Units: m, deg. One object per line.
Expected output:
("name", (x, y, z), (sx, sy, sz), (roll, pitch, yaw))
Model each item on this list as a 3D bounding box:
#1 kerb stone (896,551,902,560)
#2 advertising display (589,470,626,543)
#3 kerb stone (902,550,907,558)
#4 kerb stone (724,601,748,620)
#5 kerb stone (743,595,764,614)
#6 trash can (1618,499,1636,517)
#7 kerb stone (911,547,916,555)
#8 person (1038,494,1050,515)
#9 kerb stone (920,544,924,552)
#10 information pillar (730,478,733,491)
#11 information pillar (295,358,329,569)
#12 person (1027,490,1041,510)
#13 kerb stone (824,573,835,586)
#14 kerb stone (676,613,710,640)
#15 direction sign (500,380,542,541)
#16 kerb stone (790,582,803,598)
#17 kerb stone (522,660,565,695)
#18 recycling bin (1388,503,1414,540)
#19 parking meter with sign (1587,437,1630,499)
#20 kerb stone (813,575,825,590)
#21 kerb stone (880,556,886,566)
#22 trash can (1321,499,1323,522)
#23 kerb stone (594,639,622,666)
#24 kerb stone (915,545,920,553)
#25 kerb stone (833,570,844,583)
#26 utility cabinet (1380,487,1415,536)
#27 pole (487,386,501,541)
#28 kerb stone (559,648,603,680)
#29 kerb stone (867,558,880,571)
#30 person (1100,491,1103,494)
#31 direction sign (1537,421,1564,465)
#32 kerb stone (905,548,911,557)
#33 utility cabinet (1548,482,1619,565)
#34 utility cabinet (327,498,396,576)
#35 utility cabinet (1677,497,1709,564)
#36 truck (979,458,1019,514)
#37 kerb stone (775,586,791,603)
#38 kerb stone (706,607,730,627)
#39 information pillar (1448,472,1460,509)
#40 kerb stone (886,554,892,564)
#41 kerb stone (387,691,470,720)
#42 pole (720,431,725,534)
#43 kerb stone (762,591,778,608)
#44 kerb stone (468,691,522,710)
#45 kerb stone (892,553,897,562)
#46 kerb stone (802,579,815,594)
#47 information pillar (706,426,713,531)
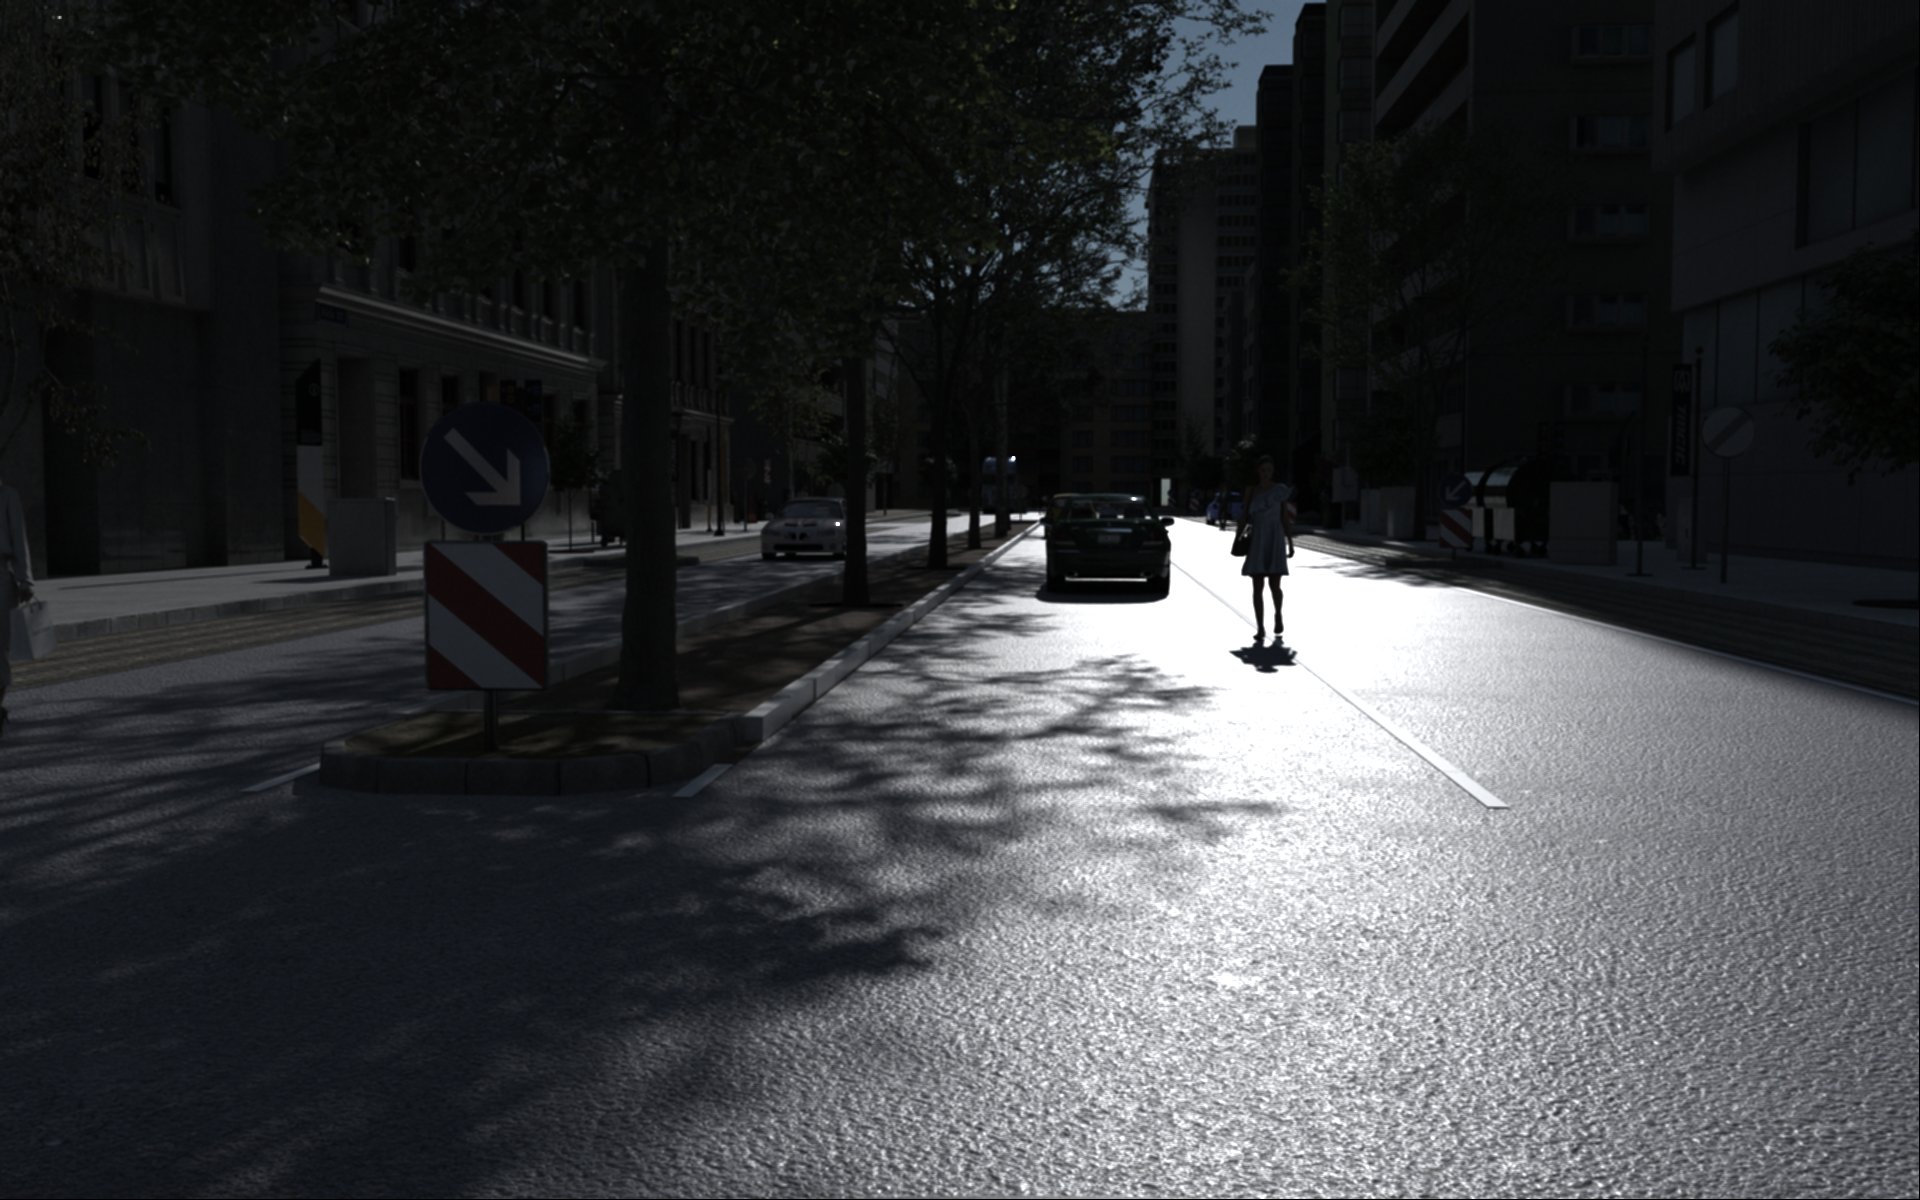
("kerb stone", (-1.411, -0.919, 37.215), (0.120, 0.150, 1.000), (0, 4, 4))
("advertising display", (-9.302, -2.482, 45.788), (0.974, 1.923, 0.123), (0, 4, 3))
("kerb stone", (-1.341, -0.978, 38.235), (0.120, 0.150, 1.000), (0, 4, 4))
("kerb stone", (-2.621, 0.143, 19.857), (0.120, 0.150, 1.000), (0, 4, 4))
("kerb stone", (-2.550, 0.081, 20.878), (0.120, 0.150, 1.000), (0, 4, 4))
("trash can", (19.384, -2.388, 50.701), (0.748, 1.137, 0.748), (0, 3, 0))
("kerb stone", (-1.198, -1.106, 40.285), (0.120, 0.150, 1.000), (0, 4, 4))
("person", (5.839, -6.637, 120.198), (0.799, 1.438, 0.628), (-2, 4, -33))
("kerb stone", (-1.056, -1.226, 42.340), (0.120, 0.150, 1.000), (0, 4, 4))
("information pillar", (-10.672, -4.625, 80.106), (0.304, 2.012, 0.304), (-1, 4, -16))
("information pillar", (-11.129, -2.344, 29.687), (0.183, 3.616, 0.504), (2, 4, 30))
("person", (6.789, -9.195, 158.926), (1.348, 1.812, 0.705), (0, 4, -1))
("kerb stone", (-2.125, -0.294, 27.000), (0.120, 0.150, 1.000), (0, 4, 4))
("kerb stone", (-2.763, 0.268, 17.817), (0.120, 0.150, 1.000), (0, 4, 4))
("direction sign", (-8.705, -2.594, 34.414), (0.876, 3.537, 0.379), (1, 4, 11))
("kerb stone", (-2.341, -0.107, 23.941), (0.120, 0.150, 1.000), (0, 4, 4))
("kerb stone", (-3.123, 0.581, 12.698), (0.120, 0.150, 1.000), (0, 4, 4))
("recycling bin", (12.590, -2.241, 49.199), (0.722, 1.027, 0.722), (0, 4, 0))
("parking meter with sign", (19.806, -3.515, 53.735), (1.738, 3.016, 0.543), (1, 4, 17))
("kerb stone", (-2.193, -0.231, 25.980), (0.120, 0.150, 1.000), (0, 4, 4))
("kerb stone", (-1.627, -0.728, 34.151), (0.120, 0.150, 1.000), (0, 4, 4))
("trash can", (16.427, -4.081, 78.370), (0.748, 1.137, 0.748), (0, 3, 0))
("kerb stone", (-2.977, 0.455, 14.753), (0.120, 0.150, 1.000), (0, 4, 4))
("kerb stone", (-1.130, -1.169, 41.305), (0.120, 0.150, 1.000), (0, 4, 4))
("kerb stone", (-2.049, -0.351, 28.023), (0.120, 0.150, 1.000), (0, 4, 4))
("utility cabinet", (13.372, -2.684, 52.560), (1.173, 1.500, 0.318), (2, 4, 32))
("pole", (-8.823, -2.383, 32.800), (0.158, 3.312, 0.155), (0, 3, 0))
("kerb stone", (-3.043, 0.522, 13.727), (0.120, 0.150, 1.000), (0, 4, 4))
("kerb stone", (-1.698, -0.665, 33.131), (0.120, 0.150, 1.000), (0, 4, 4))
("person", (12.623, -8.966, 155.915), (0.721, 1.723, 1.217), (-1, 4, -22))
("direction sign", (18.459, -3.805, 54.202), (0.379, 3.537, 0.876), (-3, 5, -44))
("kerb stone", (-1.266, -1.043, 39.256), (0.120, 0.150, 1.000), (0, 4, 4))
("utility cabinet", (11.334, -1.395, 31.483), (0.318, 1.500, 1.173), (-3, 5, -42))
("utility cabinet", (-9.427, -0.988, 27.319), (1.020, 1.237, 0.306), (1, 4, 12))
("utility cabinet", (13.702, -1.301, 32.430), (0.306, 1.237, 1.020), (1, 4, 8))
("truck", (3.303, -8.807, 133.756), (2.967, 4.110, 18.799), (0, 4, 3))
("kerb stone", (-2.411, -0.044, 22.921), (0.120, 0.150, 1.000), (0, 4, 4))
("kerb stone", (-2.696, 0.210, 18.838), (0.120, 0.150, 1.000), (0, 4, 4))
("information pillar", (16.476, -3.262, 57.825), (0.304, 2.012, 0.304), (2, 4, 30))
("kerb stone", (-1.556, -0.793, 35.170), (0.120, 0.150, 1.000), (0, 4, 4))
("kerb stone", (-3.261, 0.707, 10.641), (0.120, 0.150, 1.000), (0, 4, 4))
("pole", (-7.706, -3.801, 55.992), (0.158, 3.312, 0.155), (0, 3, 0))
("kerb stone", (-2.478, 0.018, 21.900), (0.120, 0.150, 1.000), (0, 4, 4))
("kerb stone", (-3.190, 0.644, 11.672), (0.120, 0.150, 1.000), (0, 4, 4))
("kerb stone", (-1.483, -0.856, 36.196), (0.120, 0.150, 1.000), (0, 4, 4))
("kerb stone", (-2.261, -0.169, 24.960), (0.120, 0.150, 1.000), (0, 4, 4))
("information pillar", (-8.647, -4.182, 59.733), (0.183, 3.616, 0.504), (0, 4, -3))
